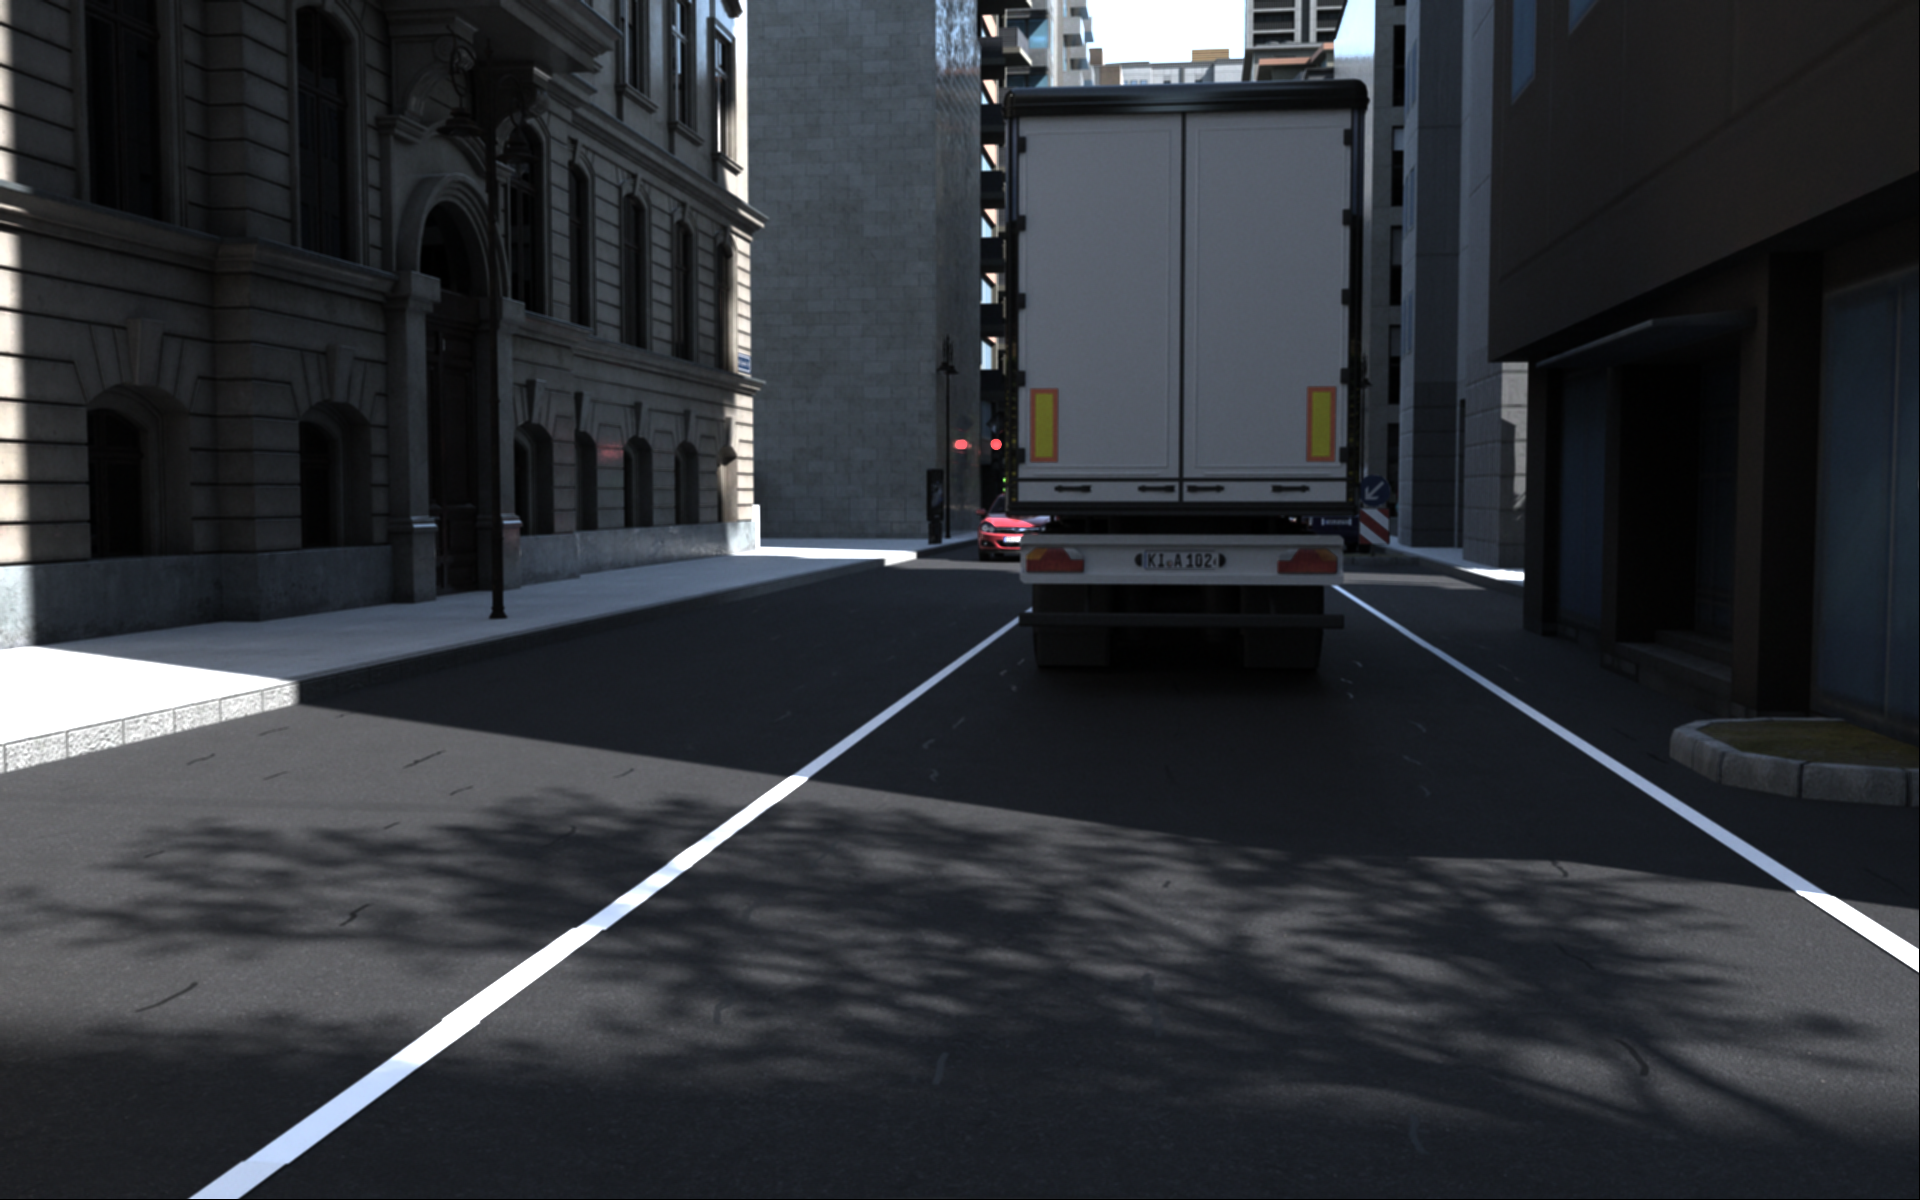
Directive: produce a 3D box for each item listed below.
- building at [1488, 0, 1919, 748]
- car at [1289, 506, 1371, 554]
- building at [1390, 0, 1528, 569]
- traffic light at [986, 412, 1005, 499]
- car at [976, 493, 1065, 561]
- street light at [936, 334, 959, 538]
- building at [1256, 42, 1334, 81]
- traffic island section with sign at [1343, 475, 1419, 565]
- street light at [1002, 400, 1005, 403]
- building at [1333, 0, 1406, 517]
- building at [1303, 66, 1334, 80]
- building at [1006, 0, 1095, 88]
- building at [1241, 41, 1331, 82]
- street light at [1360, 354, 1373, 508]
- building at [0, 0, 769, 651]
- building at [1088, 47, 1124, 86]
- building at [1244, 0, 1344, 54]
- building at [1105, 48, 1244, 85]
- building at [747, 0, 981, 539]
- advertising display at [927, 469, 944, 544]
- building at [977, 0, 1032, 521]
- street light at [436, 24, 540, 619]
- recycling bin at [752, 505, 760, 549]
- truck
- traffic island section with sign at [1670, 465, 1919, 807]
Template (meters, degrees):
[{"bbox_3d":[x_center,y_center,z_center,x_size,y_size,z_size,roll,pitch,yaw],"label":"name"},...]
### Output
[{"bbox_3d":[11.605,-21.986,9.574,14.600,45.320,14.200,0,4,8],"label":"building"},{"bbox_3d":[9.131,-1.858,42.966,1.945,1.354,3.894,0,4,6],"label":"car"},{"bbox_3d":[21.547,-30.494,40.572,21.231,58.520,28.212,0,4,8],"label":"building"},{"bbox_3d":[1.291,-4.318,59.527,0.839,4.253,0.868,0,4,8],"label":"traffic light"},{"bbox_3d":[1.473,-1.795,38.384,2.155,1.783,4.494,0,4,8],"label":"car"},{"bbox_3d":[-0.349,-4.727,50.079,0.468,5.910,1.993,0,4,8],"label":"street light"},{"bbox_3d":[40.227,-31.662,172.295,22.147,44.769,28.867,0,4,8],"label":"building"},{"bbox_3d":[8.437,-1.680,36.094,1.989,1.847,2.006,0,4,8],"label":"traffic island section with sign"},{"bbox_3d":[1.947,-5.808,67.742,0.468,5.910,1.993,0,4,8],"label":"street light"},{"bbox_3d":[33.622,-16.381,72.353,34.151,26.468,19.350,0,4,8],"label":"building"},{"bbox_3d":[27.031,-18.931,103.021,14.314,27.812,24.014,0,4,8],"label":"building"},{"bbox_3d":[-2.031,-30.801,123.211,23.786,49.044,30.456,0,4,8],"label":"building"},{"bbox_3d":[46.826,-37.328,199.550,28.713,52.752,27.495,0,4,8],"label":"building"},{"bbox_3d":[13.272,-5.157,57.099,0.468,5.910,1.993,0,4,8],"label":"street light"},{"bbox_3d":[-11.912,-12.406,21.923,14.460,24.649,34.723,0,4,8],"label":"building"},{"bbox_3d":[9.830,-32.344,178.937,14.600,45.320,14.200,0,4,8],"label":"building"},{"bbox_3d":[48.134,-48.465,230.655,20.611,71.187,20.563,0,4,8],"label":"building"},{"bbox_3d":[23.903,-42.325,234.007,28.212,58.520,21.231,0,4,8],"label":"building"},{"bbox_3d":[-8.327,-12.271,55.381,16.860,20.320,10.420,0,4,8],"label":"building"},{"bbox_3d":[-0.637,-2.400,44.448,0.123,1.923,0.974,1,4,18],"label":"advertising display"},{"bbox_3d":[-8.178,-26.342,85.311,22.147,44.769,28.867,0,4,8],"label":"building"},{"bbox_3d":[-4.771,-2.748,17.711,0.468,5.910,1.993,0,4,8],"label":"street light"},{"bbox_3d":[-5.130,-1.706,40.442,0.722,1.027,0.722,-2,4,-27],"label":"recycling bin"},{"bbox_3d":[2.156,-1.744,17.422,2.839,4.237,11.283,0,4,7],"label":"truck"},{"bbox_3d":[4.798,-0.013,8.837,1.989,1.847,2.006,0,4,8],"label":"traffic island section with sign"}]
